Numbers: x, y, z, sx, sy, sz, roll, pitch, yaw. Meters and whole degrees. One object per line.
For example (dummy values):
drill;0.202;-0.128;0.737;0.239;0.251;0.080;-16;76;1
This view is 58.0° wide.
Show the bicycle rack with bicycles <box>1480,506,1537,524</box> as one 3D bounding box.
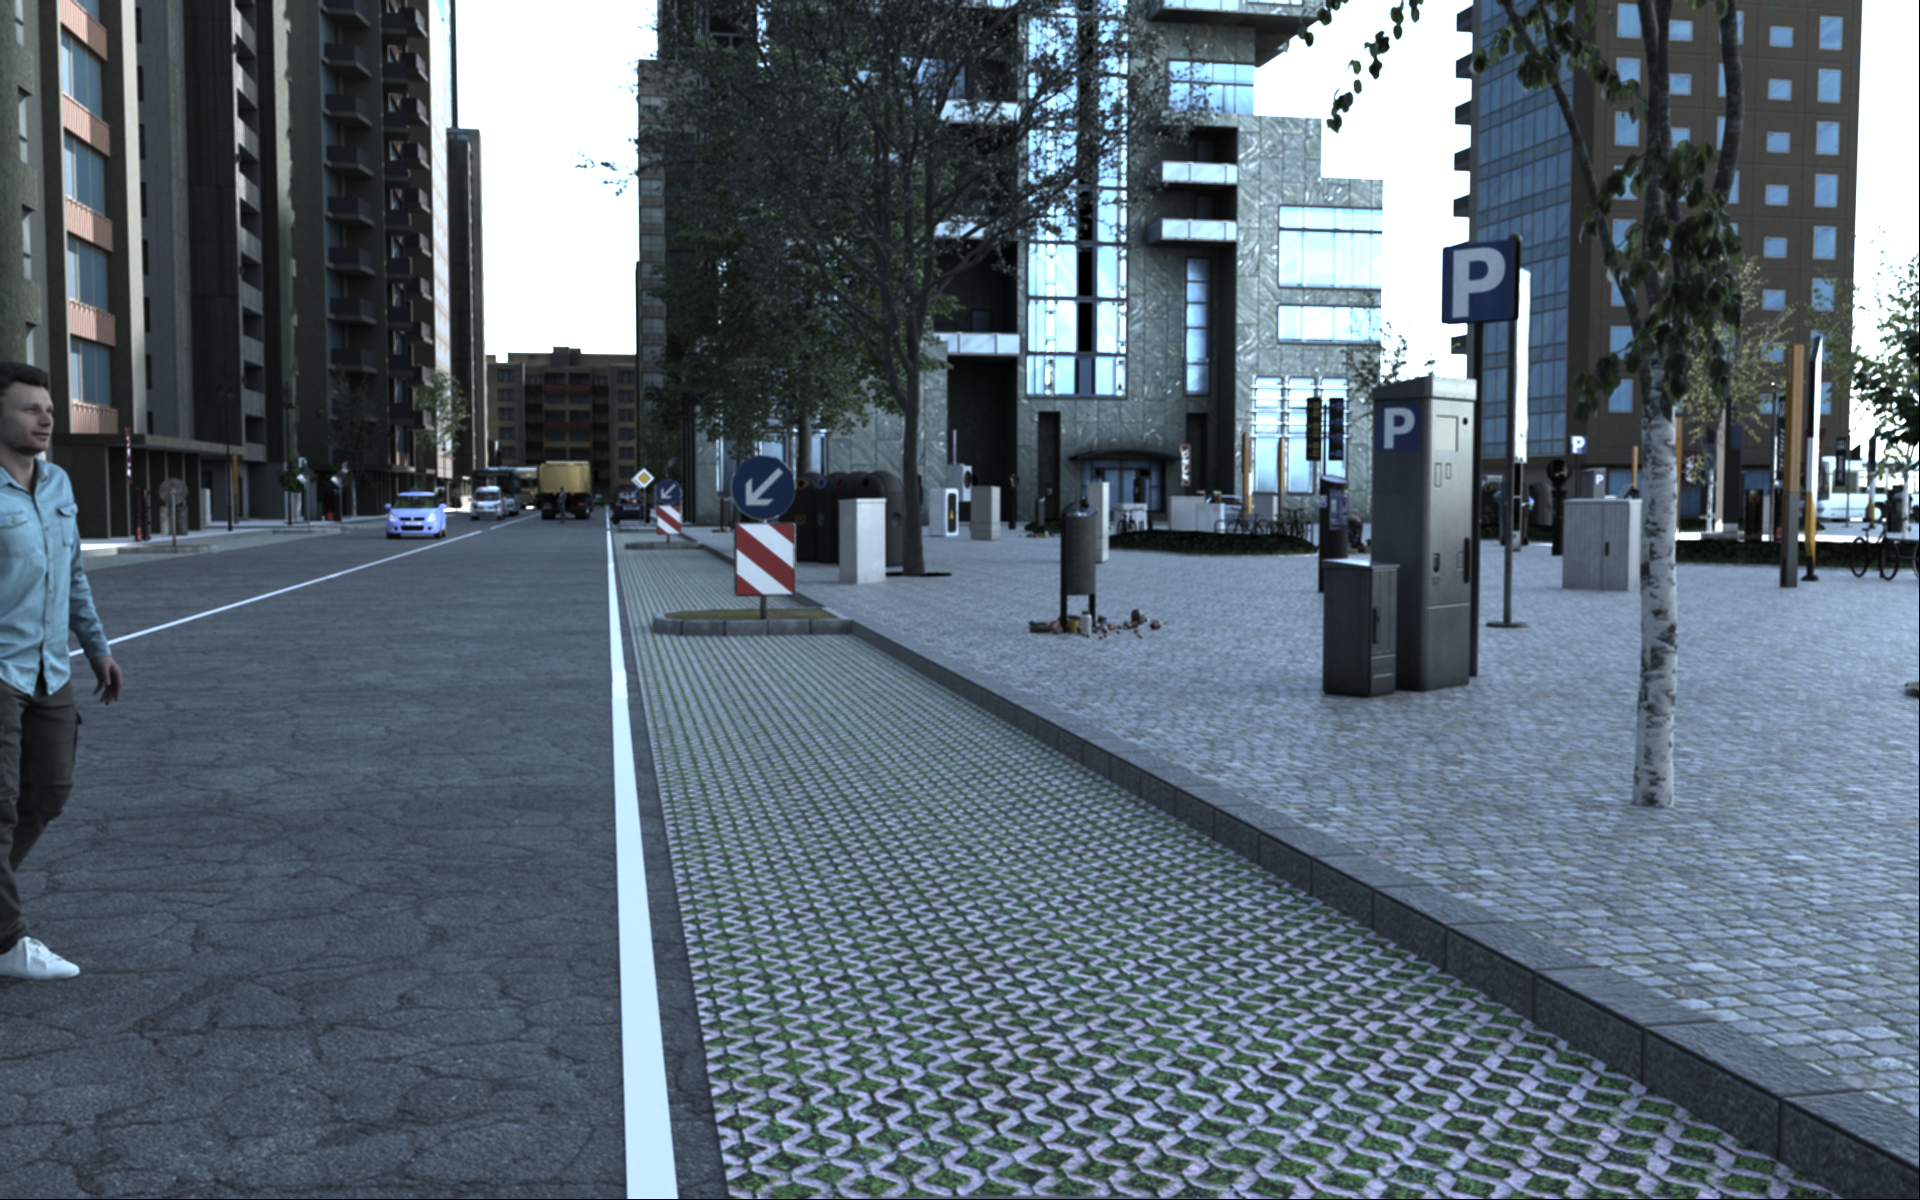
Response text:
bicycle rack with bicycles;16.235;-2.511;54.437;2.852;0.926;2.925;-3;5;-39

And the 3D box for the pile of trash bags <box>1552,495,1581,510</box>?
pile of trash bags;24.544;-3.785;71.633;3.447;1.369;1.912;3;4;38

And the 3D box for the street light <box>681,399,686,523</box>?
street light;-12.390;-6.415;77.672;0.468;5.910;1.993;-1;4;-12

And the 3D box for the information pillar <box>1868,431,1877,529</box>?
information pillar;33.806;-4.453;64.164;0.183;3.616;0.504;1;4;12

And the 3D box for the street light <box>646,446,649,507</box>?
street light;-26.520;-10.662;147.104;0.468;5.910;1.993;-1;4;-12

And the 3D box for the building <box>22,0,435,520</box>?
building;-46.216;-27.912;110.986;22.147;44.769;28.867;-1;4;-12

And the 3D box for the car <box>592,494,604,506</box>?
car;-43.090;-11.997;204.951;1.959;1.807;4.718;-1;4;-13

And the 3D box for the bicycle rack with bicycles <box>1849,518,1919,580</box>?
bicycle rack with bicycles;14.687;-0.733;25.361;2.852;0.926;2.925;1;4;11

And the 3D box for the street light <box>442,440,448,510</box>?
street light;-41.839;-10.265;140.618;0.468;5.910;1.993;-1;4;-12

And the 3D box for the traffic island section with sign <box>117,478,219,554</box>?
traffic island section with sign;-19.251;-2.057;42.253;1.989;1.847;2.006;-1;4;-12

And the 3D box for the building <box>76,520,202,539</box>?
building;-38.200;-24.123;49.037;28.867;44.769;22.147;-1;4;-12

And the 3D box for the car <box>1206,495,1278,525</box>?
car;11.586;-3.796;74.066;4.499;1.417;2.014;-1;4;-10

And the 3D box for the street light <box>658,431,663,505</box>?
street light;-19.404;-8.541;112.429;0.468;5.910;1.993;-1;4;-12

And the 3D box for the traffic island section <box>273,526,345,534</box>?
traffic island section;-23.953;-2.531;63.659;2.009;0.180;2.903;-1;4;-12

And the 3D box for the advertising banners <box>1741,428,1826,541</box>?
advertising banners;22.270;-3.100;46.866;2.074;3.025;0.090;3;5;41

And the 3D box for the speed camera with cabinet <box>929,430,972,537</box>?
speed camera with cabinet;-0.278;-3.565;52.616;0.660;3.252;2.038;1;4;23

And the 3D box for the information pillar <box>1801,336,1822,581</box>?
information pillar;12.580;-2.091;25.549;0.183;3.616;0.504;2;4;34

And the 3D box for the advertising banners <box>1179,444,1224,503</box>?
advertising banners;8.433;-3.936;60.546;2.074;3.025;0.090;-2;4;-33

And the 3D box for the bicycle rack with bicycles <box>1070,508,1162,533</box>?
bicycle rack with bicycles;3.817;-1.846;43.570;2.852;0.926;2.925;1;4;9

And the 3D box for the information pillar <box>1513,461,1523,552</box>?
information pillar;12.391;-2.094;38.734;0.304;2.012;0.304;1;4;11

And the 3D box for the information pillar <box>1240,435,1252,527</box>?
information pillar;11.318;-4.713;68.407;0.504;3.616;0.183;-2;4;-32

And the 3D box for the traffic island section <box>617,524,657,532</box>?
traffic island section;-12.007;-2.679;66.087;2.009;0.180;2.903;-1;4;-12

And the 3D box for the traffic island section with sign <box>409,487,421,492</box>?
traffic island section with sign;-30.326;-5.369;96.412;1.989;1.847;2.006;-1;4;-12

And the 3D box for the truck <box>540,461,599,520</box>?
truck;-22.913;-6.424;100.962;3.469;3.379;9.791;-1;4;-10

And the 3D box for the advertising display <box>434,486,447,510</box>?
advertising display;-43.042;-8.457;143.493;0.974;1.923;0.123;0;4;-6

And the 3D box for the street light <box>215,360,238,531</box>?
street light;-25.315;-5.328;59.895;0.468;5.910;1.993;-1;4;-12

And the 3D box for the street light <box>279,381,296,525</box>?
street light;-27.604;-6.018;71.181;0.468;5.910;1.993;-1;4;-12

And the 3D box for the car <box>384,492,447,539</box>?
car;-17.720;-2.867;56.463;1.945;1.707;3.694;-1;4;-13

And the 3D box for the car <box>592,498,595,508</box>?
car;-38.915;-10.434;180.190;1.945;1.707;3.694;-1;4;-11

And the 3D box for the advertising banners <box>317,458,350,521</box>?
advertising banners;-30.451;-5.344;83.568;2.074;3.025;0.090;0;4;-7

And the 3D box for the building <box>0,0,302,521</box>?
building;-40.339;-19.014;82.581;14.160;30.474;14.107;-1;4;-12

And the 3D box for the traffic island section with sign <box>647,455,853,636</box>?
traffic island section with sign;-2.246;-0.592;18.313;1.989;1.847;2.006;-1;4;-12

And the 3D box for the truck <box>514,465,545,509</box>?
truck;-41.754;-10.934;167.689;2.839;4.237;11.283;-1;4;-10

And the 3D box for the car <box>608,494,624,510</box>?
car;-30.791;-8.989;156.753;2.009;1.686;4.222;-1;4;-13

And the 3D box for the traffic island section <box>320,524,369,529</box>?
traffic island section;-25.552;-3.009;71.483;2.009;0.180;2.903;-1;4;-12

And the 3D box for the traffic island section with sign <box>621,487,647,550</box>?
traffic island section with sign;-7.766;-2.245;45.337;1.989;1.847;2.006;-1;4;-12

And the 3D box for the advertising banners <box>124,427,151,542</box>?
advertising banners;-22.070;-3.075;46.460;0.090;3.025;2.074;-1;4;-10

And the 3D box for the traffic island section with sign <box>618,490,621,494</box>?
traffic island section with sign;-24.100;-7.135;125.278;1.989;1.847;2.006;-1;4;-12

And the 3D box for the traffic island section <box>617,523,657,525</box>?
traffic island section;-13.606;-3.158;73.911;2.009;0.180;2.903;-1;4;-12

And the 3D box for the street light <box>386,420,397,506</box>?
street light;-34.731;-8.139;105.854;0.468;5.910;1.993;-1;4;-12

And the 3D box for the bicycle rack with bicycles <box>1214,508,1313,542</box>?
bicycle rack with bicycles;8.042;-1.915;44.687;2.925;0.926;2.852;-3;5;-42

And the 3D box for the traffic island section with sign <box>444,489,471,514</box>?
traffic island section with sign;-35.815;-7.011;123.262;1.989;1.847;2.006;-1;4;-12

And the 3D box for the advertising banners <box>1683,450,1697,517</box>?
advertising banners;30.002;-4.470;69.273;2.074;3.025;0.090;1;4;22

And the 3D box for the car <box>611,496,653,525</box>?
car;-15.615;-4.271;82.403;1.945;1.354;3.894;-1;4;-10
